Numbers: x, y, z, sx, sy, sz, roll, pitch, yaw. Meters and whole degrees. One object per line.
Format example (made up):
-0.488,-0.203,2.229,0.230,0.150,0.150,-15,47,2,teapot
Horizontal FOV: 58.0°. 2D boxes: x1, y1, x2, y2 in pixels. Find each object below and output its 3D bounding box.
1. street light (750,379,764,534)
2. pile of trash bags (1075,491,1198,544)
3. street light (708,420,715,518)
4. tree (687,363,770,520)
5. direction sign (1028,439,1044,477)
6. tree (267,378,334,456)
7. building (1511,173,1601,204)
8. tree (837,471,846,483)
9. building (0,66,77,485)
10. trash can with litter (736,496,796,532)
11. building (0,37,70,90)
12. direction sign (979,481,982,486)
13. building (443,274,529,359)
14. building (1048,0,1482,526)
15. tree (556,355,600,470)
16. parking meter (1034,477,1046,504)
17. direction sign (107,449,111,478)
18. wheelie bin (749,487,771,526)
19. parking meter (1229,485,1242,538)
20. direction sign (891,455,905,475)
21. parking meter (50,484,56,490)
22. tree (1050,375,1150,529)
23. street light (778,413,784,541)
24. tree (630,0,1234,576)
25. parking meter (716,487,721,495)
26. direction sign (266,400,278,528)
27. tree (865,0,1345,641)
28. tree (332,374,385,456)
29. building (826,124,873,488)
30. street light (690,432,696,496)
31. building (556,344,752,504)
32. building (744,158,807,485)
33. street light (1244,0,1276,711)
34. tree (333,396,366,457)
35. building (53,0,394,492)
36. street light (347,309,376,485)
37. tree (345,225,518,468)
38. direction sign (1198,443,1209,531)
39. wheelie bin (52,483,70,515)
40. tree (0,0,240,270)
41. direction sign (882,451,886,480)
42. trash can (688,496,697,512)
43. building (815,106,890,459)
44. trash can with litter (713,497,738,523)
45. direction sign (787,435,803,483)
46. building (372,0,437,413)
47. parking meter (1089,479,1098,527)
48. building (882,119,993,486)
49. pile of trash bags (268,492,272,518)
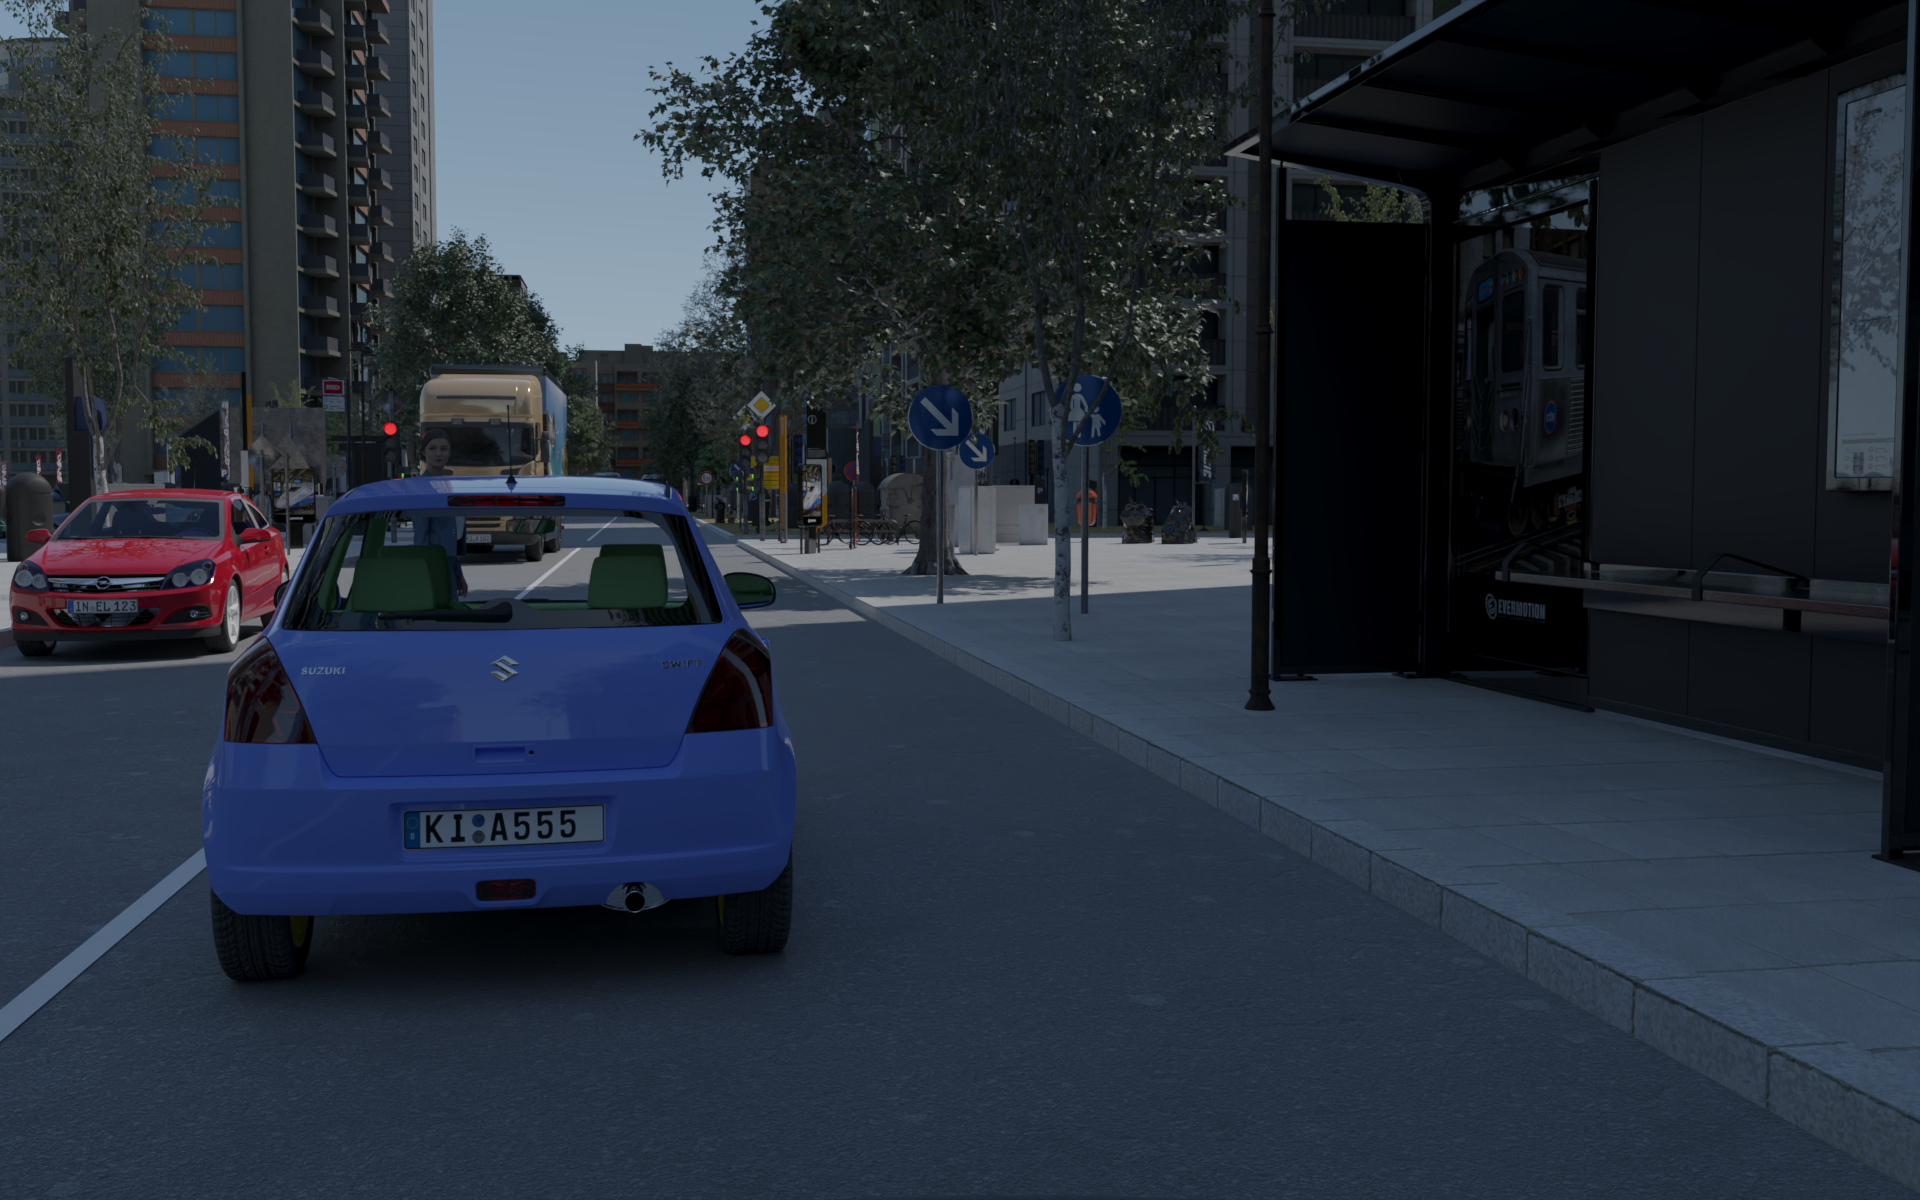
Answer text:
-6.512,-5.081,55.855,0.468,5.910,1.993,-1,4,-10,street light
4.612,-2.190,45.558,3.447,1.369,1.912,2,4,28,pile of trash bags
-13.255,-7.330,92.627,0.468,5.910,1.993,-1,4,-10,street light
-11.366,-8.366,87.150,4.360,8.622,3.978,0,3,0,tree
3.169,-4.901,72.135,0.876,3.537,0.379,-3,5,-41,direction sign
-42.337,-9.704,109.031,4.737,8.622,4.395,0,3,0,tree
45.225,-33.360,87.442,28.212,58.520,21.231,-1,4,-10,building
-9.130,-8.066,126.477,1.663,3.219,1.824,0,3,0,tree
-84.809,-28.858,163.710,23.993,40.220,32.217,-1,4,-10,building
-6.762,-2.992,59.972,2.233,1.210,1.678,-1,4,-17,trash can with litter
-109.085,-41.616,222.423,28.212,58.520,21.231,-1,4,-10,building
0.486,-3.001,41.071,0.379,3.537,0.876,0,4,5,direction sign
-63.899,-27.857,227.161,14.107,30.474,14.160,-1,4,-10,building
13.816,-39.167,78.639,20.611,71.187,20.563,-1,4,-10,building
-29.339,-11.821,119.030,9.928,11.665,9.643,0,3,0,tree
2.703,-3.232,58.555,0.399,1.863,0.255,0,4,-4,parking meter
-42.780,-5.768,86.309,0.876,3.537,0.379,-1,4,-22,direction sign
-8.046,-3.764,69.452,0.693,1.594,0.980,2,4,32,wheelie bin
8.017,-2.566,50.371,0.372,1.533,0.369,0,3,0,parking meter
-3.620,-6.686,101.315,0.876,3.537,0.379,1,4,16,direction sign
-50.905,-5.598,97.240,0.399,1.863,0.255,0,4,-5,parking meter
5.306,-6.903,63.224,4.737,8.622,4.395,0,3,0,tree
-4.870,-4.532,46.889,0.468,5.910,1.993,-1,4,-10,street light
-0.311,-6.741,27.218,9.611,12.733,9.660,0,3,0,tree
-14.795,-6.136,106.039,0.255,1.863,0.399,-1,4,-16,parking meter
-16.703,-3.066,42.129,0.379,3.537,0.876,-3,4,-38,direction sign
0.933,-3.934,14.681,4.360,8.622,3.978,0,3,0,tree
-35.512,-9.358,103.370,4.360,8.622,3.978,0,3,0,tree
-0.995,-52.059,163.838,22.319,86.520,31.000,-1,4,-10,building
-19.737,-9.515,128.351,0.468,5.910,1.993,-1,4,-10,street light
-44.014,-24.066,238.520,28.899,21.520,27.650,-1,4,-10,building
-21.427,-35.714,234.036,14.200,45.320,14.600,-1,4,-10,building
1.787,-2.285,10.151,0.468,5.910,1.993,-1,4,-10,street light
-43.623,-10.529,122.508,4.737,8.622,4.395,0,3,0,tree
-57.201,-29.465,136.369,22.147,44.769,28.867,-1,4,-10,building
-14.976,-4.324,43.477,0.468,5.910,1.993,-1,4,-10,street light
-21.538,-9.619,74.284,9.611,12.733,9.660,0,3,0,tree
8.420,-4.141,59.707,0.379,3.537,0.876,3,4,37,direction sign
-26.694,-2.678,51.691,0.693,1.594,0.980,1,4,20,wheelie bin
-11.140,-4.390,22.137,4.360,8.622,3.978,0,3,0,tree
-4.047,-6.080,91.408,0.379,3.537,0.876,0,4,-8,direction sign
-18.952,-6.796,122.766,0.748,1.137,0.748,0,3,0,trash can
-8.820,-30.769,186.670,14.154,41.232,14.086,-1,4,-10,building
-10.362,-3.981,76.471,1.055,1.170,0.624,0,4,6,trash can with litter
-6.453,-4.546,66.331,0.876,3.537,0.379,0,4,7,direction sign
-63.979,-44.930,172.851,20.611,71.187,20.563,-1,4,-10,building
5.117,-3.757,67.136,0.399,1.863,0.255,2,4,29,parking meter
4.352,-41.797,121.635,20.563,71.187,20.611,-1,4,-10,building
-36.114,-5.076,92.738,1.912,1.369,3.447,1,4,18,pile of trash bags
